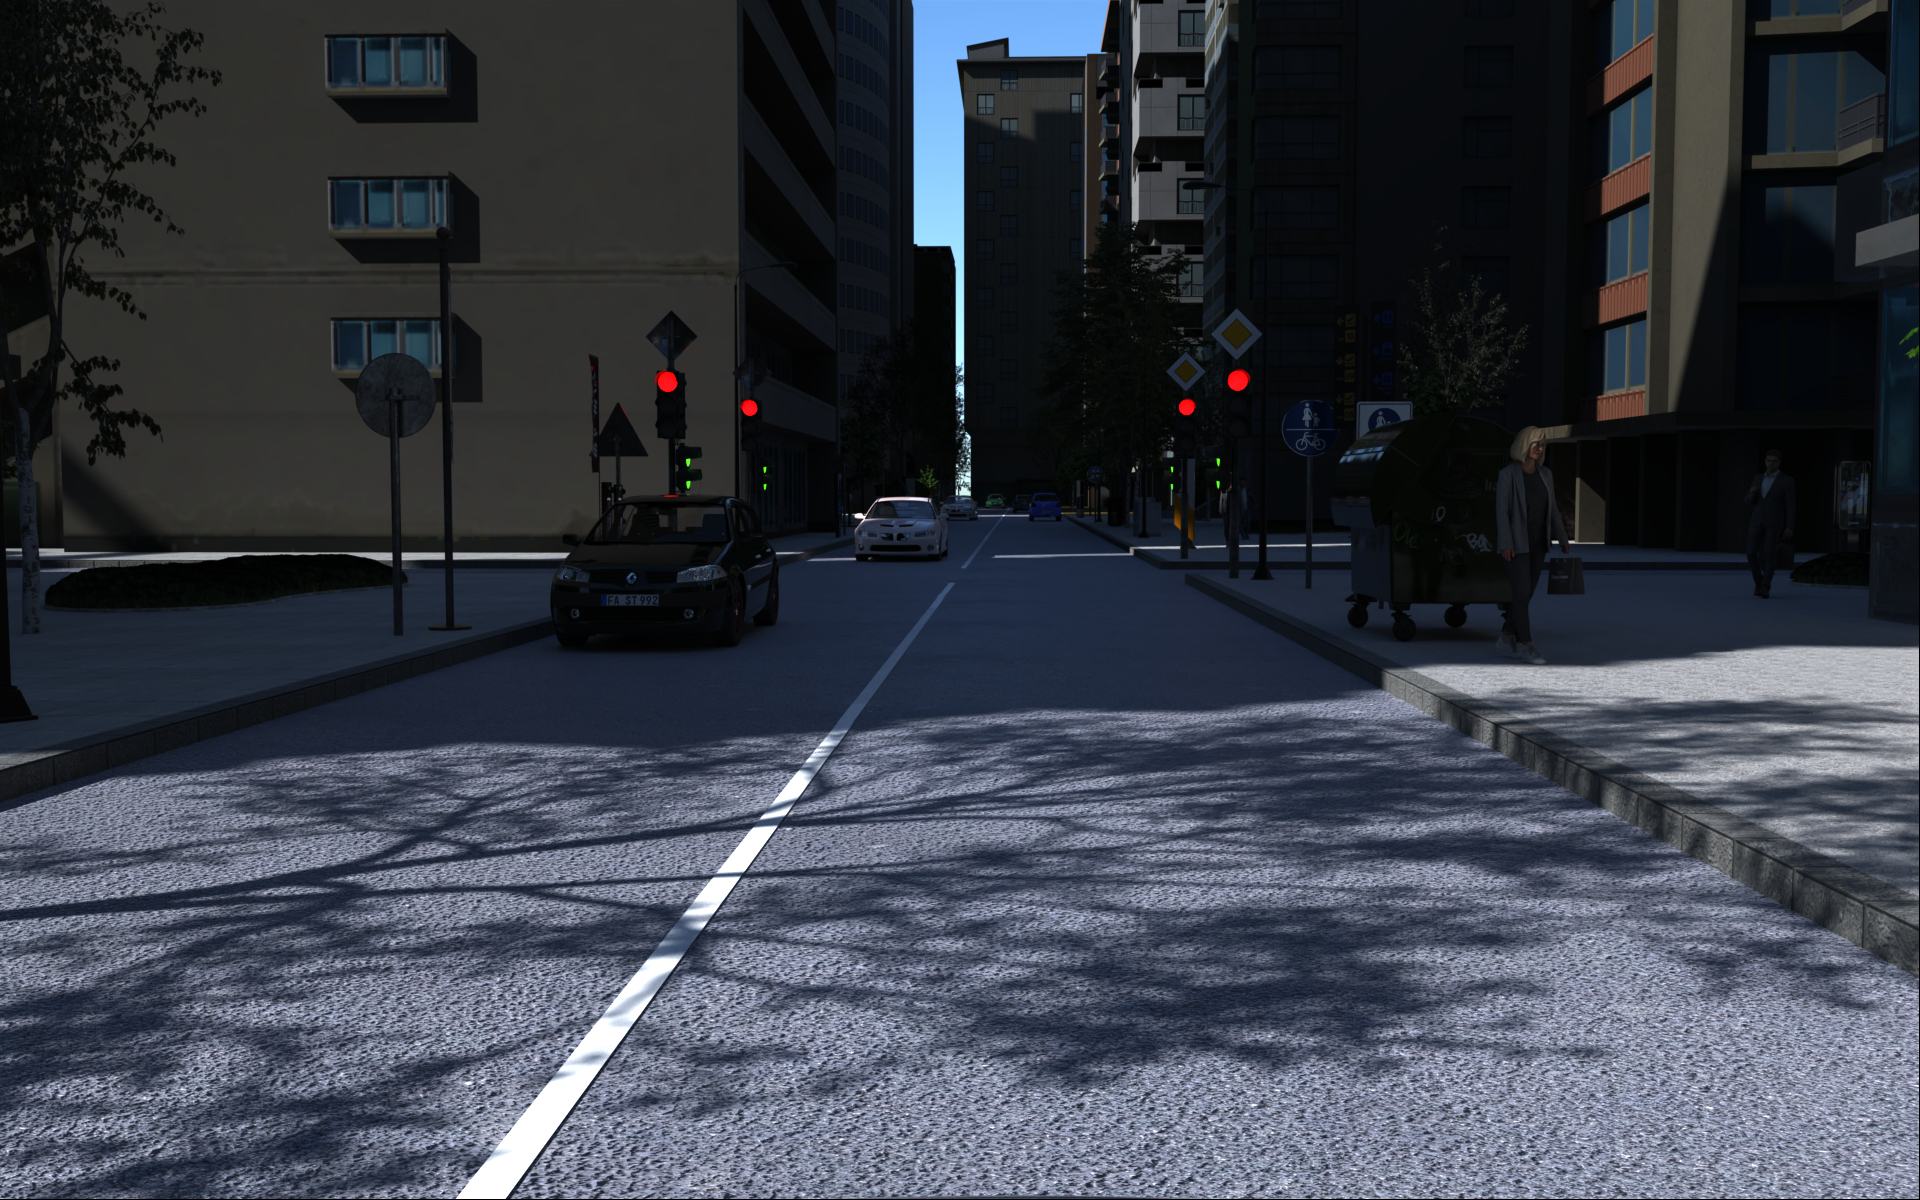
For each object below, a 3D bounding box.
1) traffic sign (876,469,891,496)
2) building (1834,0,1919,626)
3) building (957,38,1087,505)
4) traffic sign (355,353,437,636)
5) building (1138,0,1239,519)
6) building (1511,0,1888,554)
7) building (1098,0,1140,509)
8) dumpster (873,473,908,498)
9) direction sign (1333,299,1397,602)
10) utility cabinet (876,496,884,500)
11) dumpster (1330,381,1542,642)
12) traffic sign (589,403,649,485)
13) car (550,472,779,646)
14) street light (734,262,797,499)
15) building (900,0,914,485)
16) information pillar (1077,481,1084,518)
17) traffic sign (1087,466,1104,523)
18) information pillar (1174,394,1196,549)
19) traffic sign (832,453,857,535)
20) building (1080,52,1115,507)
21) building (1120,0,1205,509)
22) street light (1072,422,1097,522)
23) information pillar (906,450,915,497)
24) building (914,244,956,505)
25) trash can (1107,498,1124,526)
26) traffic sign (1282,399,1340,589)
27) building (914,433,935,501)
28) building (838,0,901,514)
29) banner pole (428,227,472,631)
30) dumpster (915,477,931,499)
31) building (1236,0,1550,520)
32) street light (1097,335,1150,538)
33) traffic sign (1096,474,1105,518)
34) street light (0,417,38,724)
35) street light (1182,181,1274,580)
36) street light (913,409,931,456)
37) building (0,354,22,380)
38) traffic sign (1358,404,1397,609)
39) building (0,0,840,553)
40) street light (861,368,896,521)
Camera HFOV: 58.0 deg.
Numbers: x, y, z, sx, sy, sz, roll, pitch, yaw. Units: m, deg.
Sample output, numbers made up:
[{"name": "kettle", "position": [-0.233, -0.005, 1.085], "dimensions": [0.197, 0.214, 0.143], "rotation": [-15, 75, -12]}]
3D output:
[{"name": "traffic sign", "position": [-3.117, -4.199, 70.780], "dimensions": [0.606, 2.300, 0.079], "rotation": [0, 4, 8]}, {"name": "building", "position": [18.473, -23.471, 3.354], "dimensions": [23.786, 49.044, 30.456], "rotation": [0, 4, 2]}, {"name": "building", "position": [13.852, -37.916, 209.170], "dimensions": [27.495, 52.752, 28.713], "rotation": [0, 4, 2]}, {"name": "traffic sign", "position": [-5.101, -0.951, 15.657], "dimensions": [0.768, 2.556, 0.104], "rotation": [0, 4, 7]}, {"name": "building", "position": [26.531, -24.735, 96.301], "dimensions": [32.217, 40.220, 23.993], "rotation": [0, 4, 2]}, {"name": "building", "position": [29.699, -23.879, 45.052], "dimensions": [28.867, 44.769, 22.147], "rotation": [0, 4, 2]}, {"name": "building", "position": [23.504, -30.423, 152.040], "dimensions": [22.147, 44.769, 28.867], "rotation": [0, 4, 2]}, {"name": "dumpster", "position": [-3.135, -4.620, 78.029], "dimensions": [1.502, 2.255, 1.985], "rotation": [0, 4, 2]}, {"name": "direction sign", "position": [4.792, -1.748, 20.578], "dimensions": [0.379, 3.537, 0.876], "rotation": [-3, 5, -40]}, {"name": "utility cabinet", "position": [-3.024, -3.303, 65.171], "dimensions": [0.306, 1.237, 1.020], "rotation": [0, 4, -1]}, {"name": "dumpster", "position": [4.292, -0.810, 15.742], "dimensions": [1.502, 2.255, 1.985], "rotation": [0, 4, 2]}, {"name": "traffic sign", "position": [-4.855, -1.506, 24.622], "dimensions": [0.884, 2.594, 0.081], "rotation": [1, 4, 11]}, {"name": "car", "position": [-2.899, -0.476, 17.575], "dimensions": [2.009, 1.686, 4.222], "rotation": [0, 4, 2]}, {"name": "street light", "position": [-3.957, -3.811, 34.845], "dimensions": [1.470, 5.913, 1.316], "rotation": [0, 4, 2]}, {"name": "building", "position": [-11.179, -30.250, 144.698], "dimensions": [14.600, 45.320, 14.200], "rotation": [0, 4, 2]}, {"name": "information pillar", "position": [6.543, -5.478, 94.052], "dimensions": [0.304, 2.012, 0.304], "rotation": [-2, 4, -34]}, {"name": "traffic sign", "position": [6.083, -4.748, 77.729], "dimensions": [0.768, 2.556, 0.104], "rotation": [0, 4, 4]}, {"name": "information pillar", "position": [5.282, -3.010, 40.570], "dimensions": [0.504, 3.616, 0.183], "rotation": [2, 4, 27]}, {"name": "traffic sign", "position": [-3.609, -3.296, 54.001], "dimensions": [0.768, 2.556, 0.104], "rotation": [0, 4, 8]}, {"name": "building", "position": [19.290, -32.022, 173.676], "dimensions": [14.600, 45.320, 14.200], "rotation": [0, 4, 2]}, {"name": "building", "position": [25.489, -32.679, 123.547], "dimensions": [28.713, 52.752, 27.495], "rotation": [0, 4, 2]}, {"name": "street light", "position": [5.896, -6.564, 79.866], "dimensions": [1.470, 5.913, 1.316], "rotation": [0, 4, 2]}, {"name": "information pillar", "position": [-2.627, -6.121, 91.428], "dimensions": [0.504, 3.616, 0.183], "rotation": [1, 4, 22]}, {"name": "building", "position": [-7.592, -26.385, 203.098], "dimensions": [14.107, 30.474, 14.160], "rotation": [0, 4, 2]}, {"name": "trash can", "position": [6.177, -3.502, 68.913], "dimensions": [0.748, 1.137, 0.748], "rotation": [0, 3, 0]}, {"name": "traffic sign", "position": [4.730, -1.426, 23.421], "dimensions": [0.768, 2.556, 0.104], "rotation": [1, 4, 8]}, {"name": "building", "position": [-18.539, -52.435, 169.987], "dimensions": [31.000, 86.520, 22.319], "rotation": [0, 4, 2]}, {"name": "building", "position": [-15.667, -35.552, 123.271], "dimensions": [21.231, 58.520, 28.212], "rotation": [0, 4, 2]}, {"name": "banner pole", "position": [-4.886, -1.623, 16.561], "dimensions": [0.401, 3.779, 0.863], "rotation": [-1, 4, -11]}, {"name": "dumpster", "position": [-2.442, -5.874, 98.533], "dimensions": [1.502, 2.255, 1.985], "rotation": [0, 4, 2]}, {"name": "building", "position": [18.033, -23.606, 69.559], "dimensions": [14.154, 41.232, 14.086], "rotation": [0, 4, 2]}, {"name": "street light", "position": [4.853, -4.773, 50.574], "dimensions": [1.470, 5.913, 1.316], "rotation": [0, 4, 2]}, {"name": "traffic sign", "position": [7.035, -5.386, 88.163], "dimensions": [0.768, 2.556, 0.104], "rotation": [1, 4, 10]}, {"name": "street light", "position": [-4.889, -2.267, 9.613], "dimensions": [1.470, 5.913, 1.316], "rotation": [0, 4, 2]}, {"name": "street light", "position": [3.998, -3.259, 25.831], "dimensions": [1.470, 5.913, 1.316], "rotation": [0, 4, 2]}, {"name": "street light", "position": [-1.968, -7.376, 93.135], "dimensions": [1.470, 5.913, 1.316], "rotation": [0, 4, 2]}, {"name": "building", "position": [-26.486, -21.748, 10.199], "dimensions": [28.867, 44.769, 22.147], "rotation": [0, 4, 2]}, {"name": "traffic sign", "position": [4.699, -1.047, 19.253], "dimensions": [0.606, 2.300, 0.079], "rotation": [0, 4, 3]}, {"name": "building", "position": [-15.048, -25.893, 47.045], "dimensions": [21.300, 48.544, 21.600], "rotation": [0, 4, 2]}, {"name": "street light", "position": [-3.055, -5.580, 63.772], "dimensions": [1.470, 5.913, 1.316], "rotation": [0, 4, 2]}]
